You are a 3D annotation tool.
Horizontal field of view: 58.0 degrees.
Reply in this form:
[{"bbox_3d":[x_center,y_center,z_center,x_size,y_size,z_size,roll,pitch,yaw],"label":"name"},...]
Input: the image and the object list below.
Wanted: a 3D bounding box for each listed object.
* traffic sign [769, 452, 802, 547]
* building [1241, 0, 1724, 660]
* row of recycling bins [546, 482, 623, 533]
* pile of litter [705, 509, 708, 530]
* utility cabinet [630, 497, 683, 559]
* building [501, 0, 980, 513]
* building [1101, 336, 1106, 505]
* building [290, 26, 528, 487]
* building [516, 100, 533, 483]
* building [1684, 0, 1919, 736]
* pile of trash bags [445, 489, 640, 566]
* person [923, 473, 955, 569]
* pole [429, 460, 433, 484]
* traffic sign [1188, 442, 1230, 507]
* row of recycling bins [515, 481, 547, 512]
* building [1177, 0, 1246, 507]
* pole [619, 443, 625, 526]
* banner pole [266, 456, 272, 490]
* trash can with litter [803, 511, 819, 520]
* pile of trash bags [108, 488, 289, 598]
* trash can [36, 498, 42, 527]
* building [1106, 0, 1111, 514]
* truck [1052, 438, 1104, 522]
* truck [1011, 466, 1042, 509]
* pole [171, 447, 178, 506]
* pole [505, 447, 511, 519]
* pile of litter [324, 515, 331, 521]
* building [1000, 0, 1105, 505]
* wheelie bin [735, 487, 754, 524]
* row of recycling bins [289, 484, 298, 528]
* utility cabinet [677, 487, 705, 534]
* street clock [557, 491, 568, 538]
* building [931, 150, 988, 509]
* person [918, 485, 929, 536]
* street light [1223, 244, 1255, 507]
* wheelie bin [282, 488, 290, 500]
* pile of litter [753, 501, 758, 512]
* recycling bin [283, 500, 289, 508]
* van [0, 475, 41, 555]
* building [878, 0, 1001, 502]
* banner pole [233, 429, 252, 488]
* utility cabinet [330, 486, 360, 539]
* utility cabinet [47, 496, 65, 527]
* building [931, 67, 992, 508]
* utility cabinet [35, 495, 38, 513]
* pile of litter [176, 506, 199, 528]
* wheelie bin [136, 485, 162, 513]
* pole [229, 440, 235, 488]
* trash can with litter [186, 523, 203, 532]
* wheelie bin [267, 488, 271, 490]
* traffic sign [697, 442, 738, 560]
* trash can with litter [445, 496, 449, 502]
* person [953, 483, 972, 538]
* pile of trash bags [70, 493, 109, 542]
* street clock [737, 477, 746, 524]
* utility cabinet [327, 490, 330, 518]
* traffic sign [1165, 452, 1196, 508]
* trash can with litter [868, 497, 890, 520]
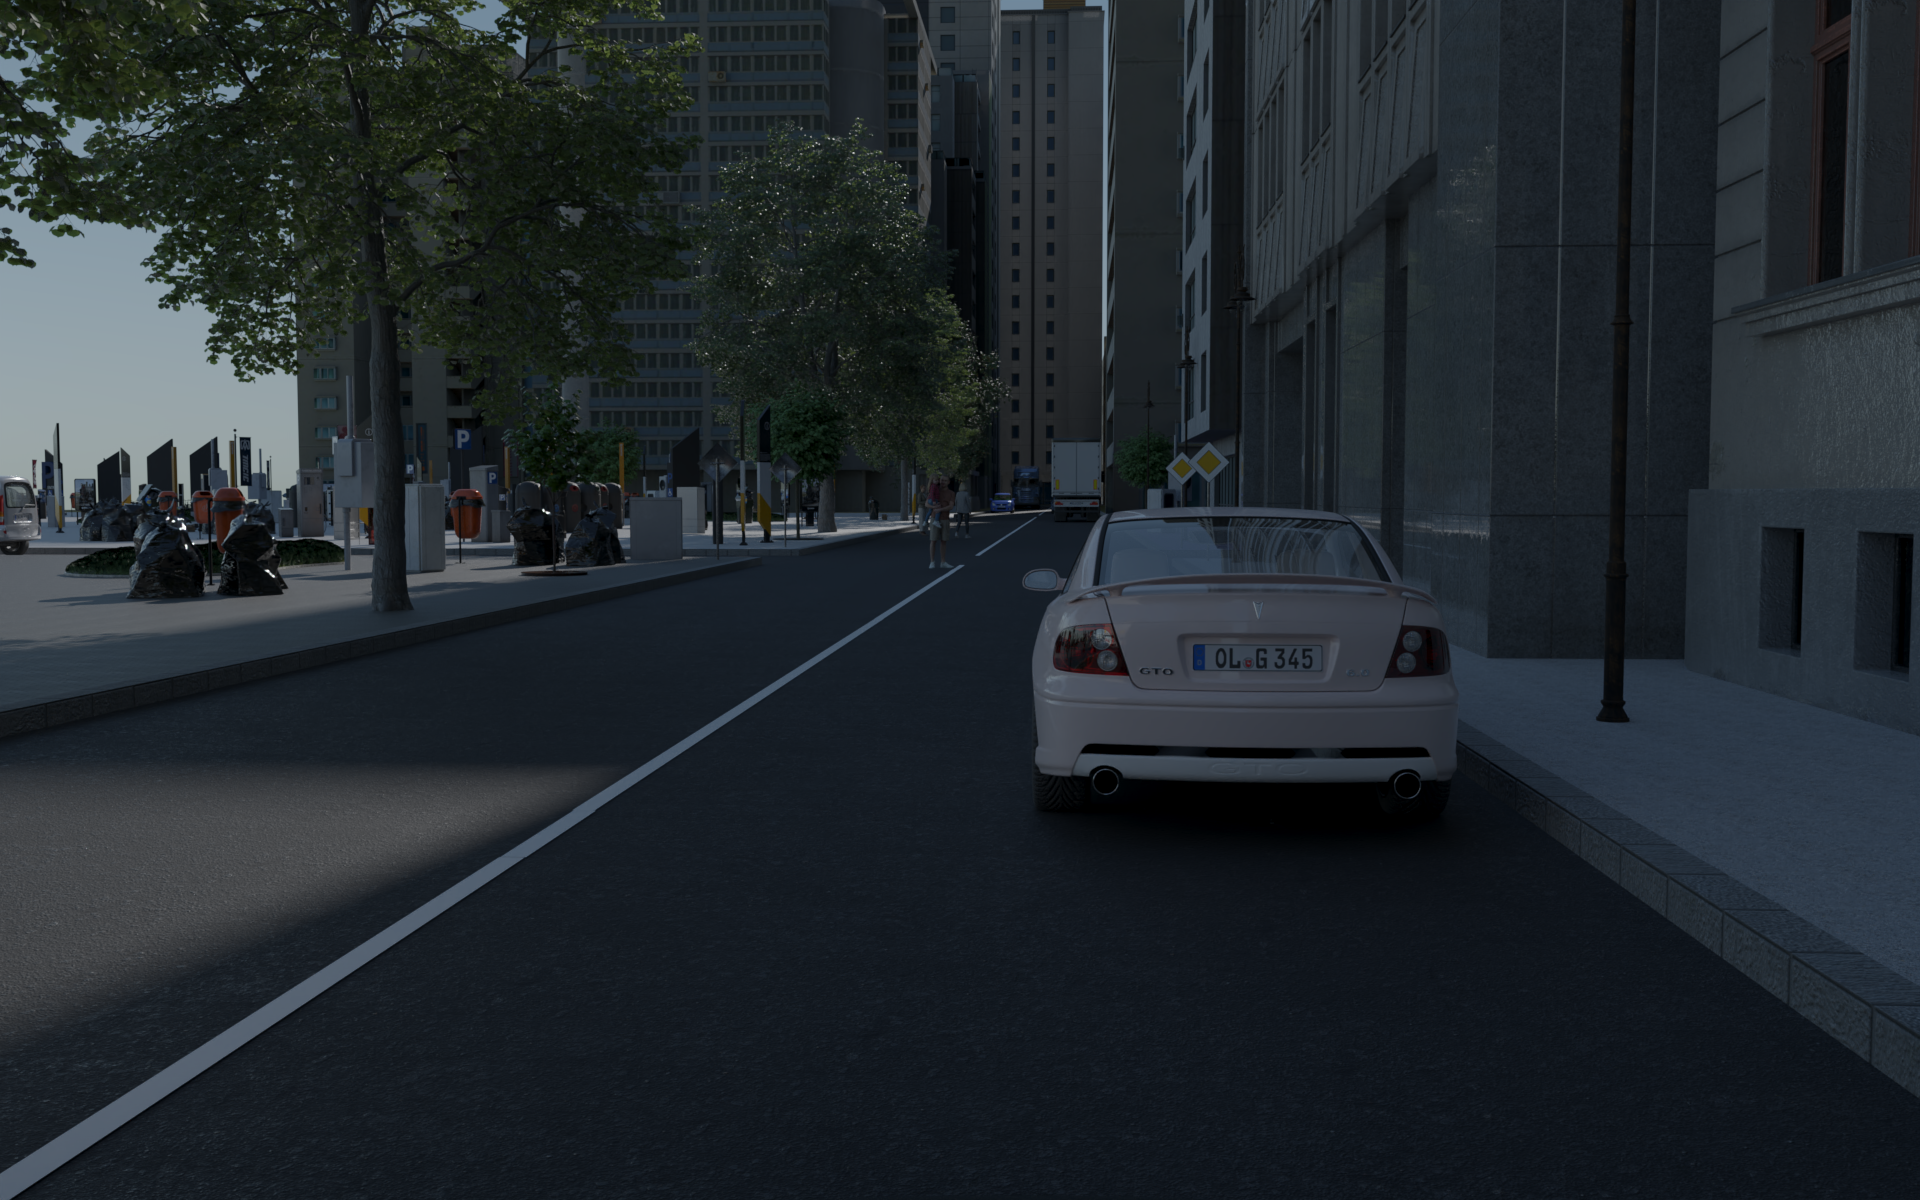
[{"bbox_3d":[-4.210,-2.329,41.723,0.795,2.450,0.064,0,4,4],"label":"traffic sign"},{"bbox_3d":[10.748,-12.492,22.274,12.078,24.808,19.932,0,4,4],"label":"building"},{"bbox_3d":[-13.352,-3.384,62.440,1.069,1.692,3.534,1,4,20],"label":"row of recycling bins"},{"bbox_3d":[-9.478,-2.910,61.547,1.176,0.858,1.719,1,4,10],"label":"pile of litter"},{"bbox_3d":[-6.000,-1.411,34.224,1.020,1.237,0.306,-1,4,-9],"label":"utility cabinet"},{"bbox_3d":[-14.918,-26.787,129.854,32.217,40.220,23.993,0,4,4],"label":"building"},{"bbox_3d":[32.079,-22.448,212.057,28.899,21.520,27.650,0,4,4],"label":"building"},{"bbox_3d":[-56.325,-34.341,185.180,21.600,48.544,21.300,0,4,4],"label":"building"},{"bbox_3d":[-31.187,-32.317,183.008,28.867,44.769,22.147,0,4,4],"label":"building"},{"bbox_3d":[10.790,-13.024,0.334,14.401,28.519,23.554,0,4,4],"label":"building"},{"bbox_3d":[-7.819,-1.351,31.844,3.447,1.369,1.912,1,4,15],"label":"pile of trash bags"},{"bbox_3d":[-0.423,-1.526,33.429,0.573,1.828,0.580,2,4,33],"label":"person"},{"bbox_3d":[-31.998,-6.789,104.840,0.158,3.312,0.155,0,3,0],"label":"pole"},{"bbox_3d":[4.749,-1.803,33.125,0.795,2.450,0.064,0,4,4],"label":"traffic sign"},{"bbox_3d":[-16.003,-3.683,67.329,1.069,1.692,3.534,-3,4,-38],"label":"row of recycling bins"},{"bbox_3d":[13.305,-16.773,45.943,14.107,30.474,14.160,0,4,4],"label":"building"},{"bbox_3d":[-13.468,-4.595,68.976,0.158,3.312,0.155,0,3,0],"label":"pole"},{"bbox_3d":[-45.135,-7.536,113.225,0.401,3.779,0.863,0,4,3],"label":"banner pole"},{"bbox_3d":[-7.521,-4.709,88.051,1.678,1.210,2.233,2,4,34],"label":"trash can with litter"},{"bbox_3d":[-9.902,-0.811,23.016,1.912,1.369,3.447,-1,4,-16],"label":"pile of trash bags"},{"bbox_3d":[-34.713,-3.248,64.756,0.748,1.137,0.748,0,3,0],"label":"trash can"},{"bbox_3d":[19.460,-29.161,100.490,21.300,48.544,21.600,0,4,4],"label":"building"},{"bbox_3d":[6.258,-6.305,92.002,2.839,4.237,11.283,0,4,5],"label":"truck"},{"bbox_3d":[6.696,-11.126,171.665,2.967,4.110,18.799,0,4,3],"label":"truck"},{"bbox_3d":[-33.793,-4.937,74.561,0.158,3.312,0.155,0,3,0],"label":"pole"},{"bbox_3d":[-19.491,-4.941,74.634,0.158,3.312,0.155,0,3,0],"label":"pole"},{"bbox_3d":[-30.043,-4.146,81.755,1.176,0.858,1.719,-1,4,-18],"label":"pile of litter"},{"bbox_3d":[3.054,-40.838,209.700,28.212,58.520,21.231,0,4,4],"label":"building"},{"bbox_3d":[-9.372,-4.132,75.465,0.693,1.594,0.980,-2,4,-30],"label":"wheelie bin"},{"bbox_3d":[-25.595,-3.701,67.625,1.069,1.692,3.534,-1,4,-18],"label":"row of recycling bins"},{"bbox_3d":[-8.625,-2.870,55.596,0.318,1.500,1.173,-3,5,-41],"label":"utility cabinet"},{"bbox_3d":[-11.501,-2.780,50.018,0.358,2.002,0.471,1,4,10],"label":"street clock"},{"bbox_3d":[-4.983,-23.058,148.703,14.160,30.474,14.107,0,4,4],"label":"building"},{"bbox_3d":[-1.248,-3.106,59.825,0.362,1.759,0.519,1,4,21],"label":"person"},{"bbox_3d":[5.173,-3.638,32.261,0.468,5.910,1.993,0,4,4],"label":"street light"},{"bbox_3d":[-36.318,-5.274,94.138,0.980,1.594,0.693,-2,4,-26],"label":"wheelie bin"},{"bbox_3d":[-13.957,-6.223,115.705,1.719,0.858,1.176,1,4,10],"label":"pile of litter"},{"bbox_3d":[-30.345,-4.056,78.866,0.722,1.027,0.722,0,4,-6],"label":"recycling bin"},{"bbox_3d":[-23.135,-1.966,39.161,4.112,2.044,2.013,0,4,2],"label":"van"},{"bbox_3d":[-6.387,-45.505,182.251,20.611,71.187,20.563,0,4,4],"label":"building"},{"bbox_3d":[-27.580,-4.679,66.525,0.401,3.779,0.863,3,5,41],"label":"banner pole"},{"bbox_3d":[-17.230,-2.446,48.677,0.318,1.500,1.173,0,4,2],"label":"utility cabinet"},{"bbox_3d":[-35.098,-3.431,67.266,0.306,1.237,1.020,0,4,-7],"label":"utility cabinet"},{"bbox_3d":[-4.368,-29.297,162.597,14.154,41.232,14.086,0,4,4],"label":"building"},{"bbox_3d":[-56.923,-5.799,105.973,1.020,1.237,0.306,-3,5,-41],"label":"utility cabinet"},{"bbox_3d":[-29.290,-3.135,65.225,1.719,0.858,1.176,2,4,31],"label":"pile of litter"},{"bbox_3d":[-26.781,-3.019,57.264,0.693,1.594,0.980,-3,5,-40],"label":"wheelie bin"},{"bbox_3d":[-27.687,-4.408,65.919,0.158,3.312,0.155,0,3,0],"label":"pole"},{"bbox_3d":[-25.755,-2.888,58.603,1.055,1.170,0.624,-3,5,-40],"label":"trash can with litter"},{"bbox_3d":[-34.670,-4.818,86.683,0.693,1.594,0.980,1,4,12],"label":"wheelie bin"},{"bbox_3d":[-4.724,-1.842,33.754,0.795,2.450,0.064,0,4,4],"label":"traffic sign"},{"bbox_3d":[-20.022,-3.404,66.718,1.678,1.210,2.233,0,4,-3],"label":"trash can with litter"},{"bbox_3d":[0.028,-2.898,56.070,0.709,1.800,0.728,2,4,35],"label":"person"},{"bbox_3d":[-22.394,-2.339,47.991,1.912,1.369,3.447,3,5,44],"label":"pile of trash bags"},{"bbox_3d":[-9.346,-4.252,74.089,0.358,2.002,0.471,-1,4,-23],"label":"street clock"},{"bbox_3d":[-33.177,-5.101,92.079,1.173,1.500,0.318,3,4,38],"label":"utility cabinet"},{"bbox_3d":[5.264,-2.291,41.093,0.795,2.450,0.064,0,4,4],"label":"traffic sign"},{"bbox_3d":[-4.001,-4.533,85.496,1.055,1.170,0.624,0,4,-1],"label":"trash can with litter"}]
